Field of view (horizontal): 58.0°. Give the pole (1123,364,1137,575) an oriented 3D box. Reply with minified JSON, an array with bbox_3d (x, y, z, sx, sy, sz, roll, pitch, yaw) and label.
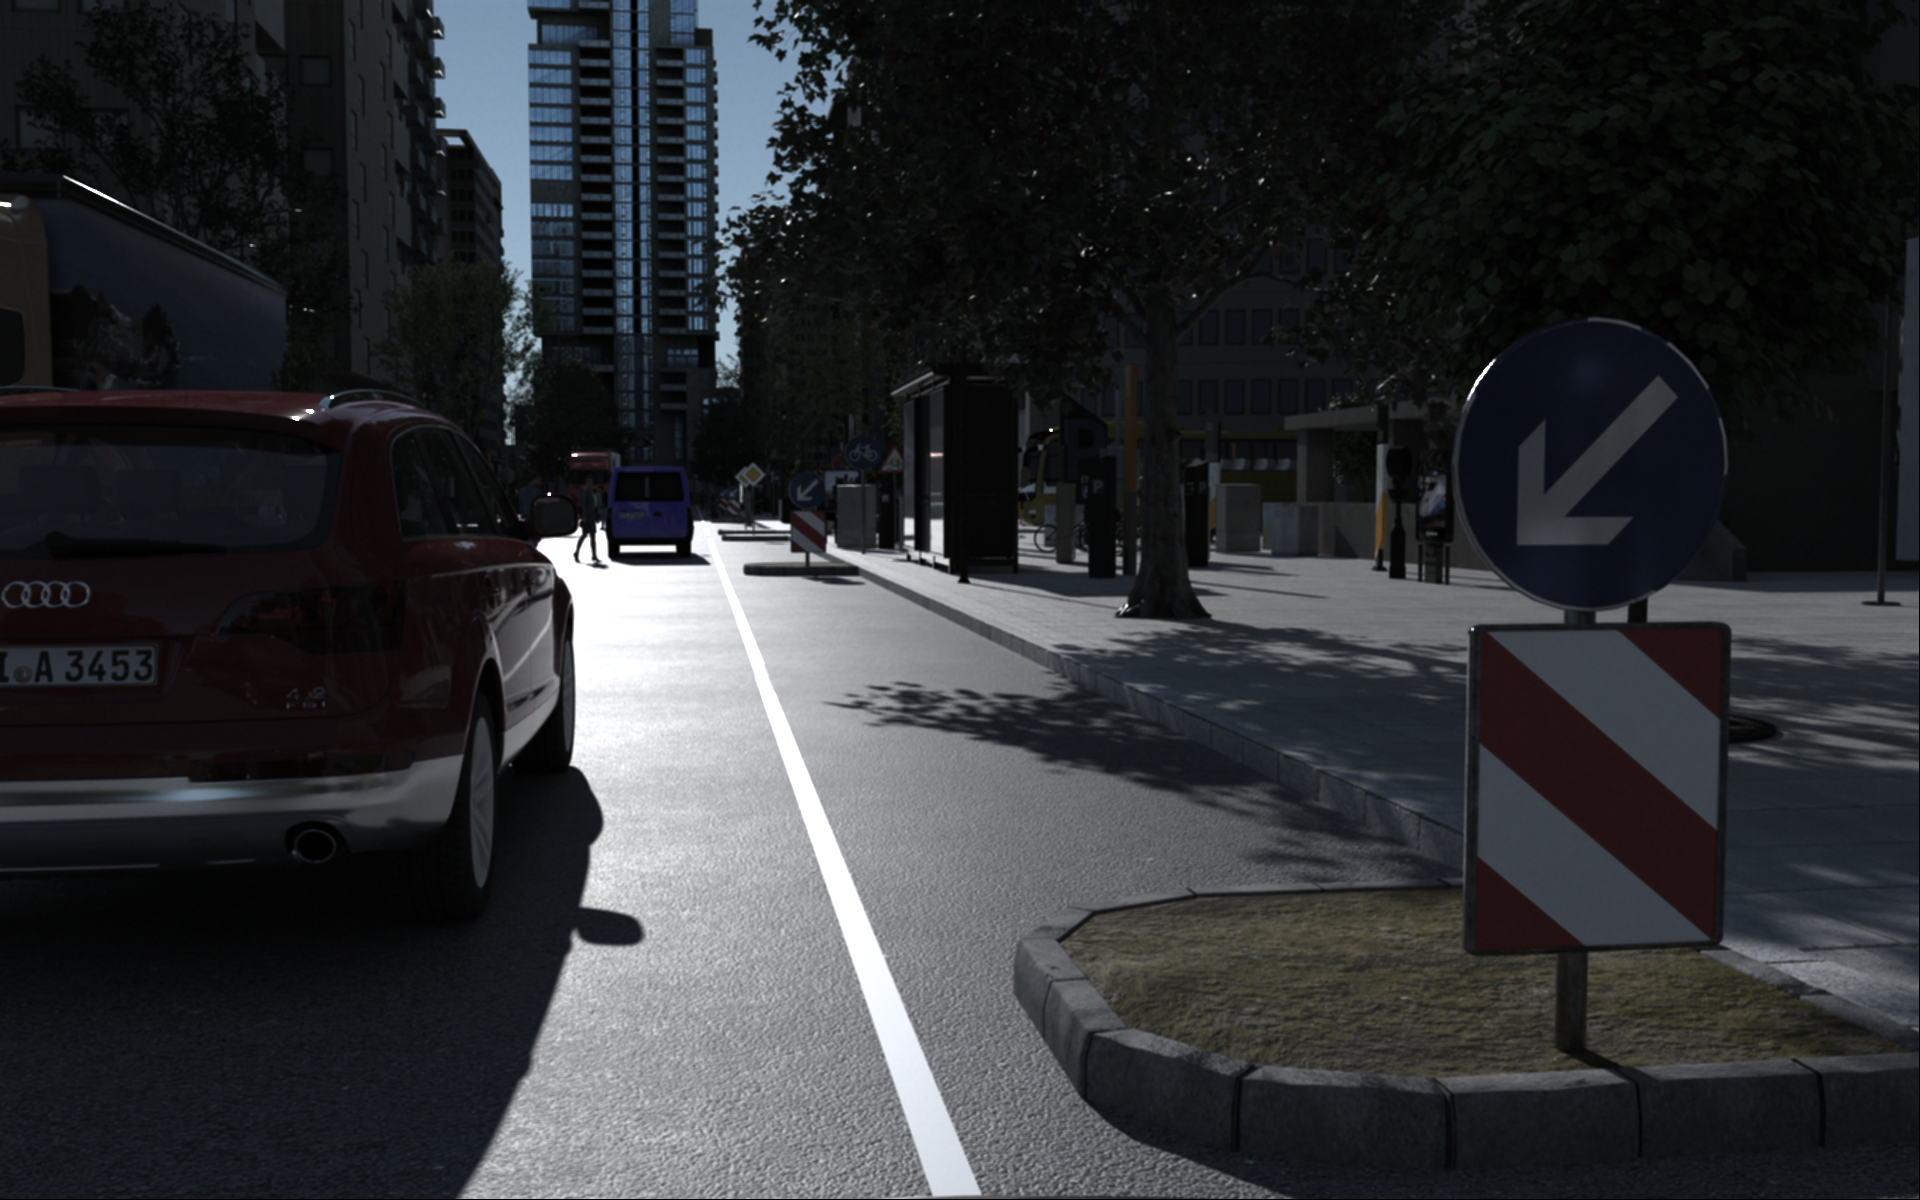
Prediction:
[{"bbox_3d":[2.687,-2.049,27.345,0.158,3.312,0.155,0,3,0],"label":"pole"}]

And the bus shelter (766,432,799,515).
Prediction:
[{"bbox_3d":[-11.068,-8.045,109.174,2.179,5.291,8.768,-1,4,-9],"label":"bus shelter"}]

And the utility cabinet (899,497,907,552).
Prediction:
[{"bbox_3d":[-0.926,-1.683,38.676,0.306,1.237,1.020,3,4,38],"label":"utility cabinet"}]

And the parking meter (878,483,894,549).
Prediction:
[{"bbox_3d":[-1.729,-1.972,40.655,0.372,1.533,0.369,0,3,0],"label":"parking meter"}]

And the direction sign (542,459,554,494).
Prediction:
[{"bbox_3d":[-26.497,-7.302,111.390,0.876,3.537,0.379,1,4,19],"label":"direction sign"}]

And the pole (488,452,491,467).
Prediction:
[{"bbox_3d":[-22.843,-5.524,84.156,0.158,3.312,0.155,0,3,0],"label":"pole"}]

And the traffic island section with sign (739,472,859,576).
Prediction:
[{"bbox_3d":[-2.907,-1.386,31.292,1.989,1.847,2.006,-1,4,-9],"label":"traffic island section with sign"}]

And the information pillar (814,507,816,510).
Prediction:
[{"bbox_3d":[-5.332,-3.716,65.246,0.304,2.012,0.304,-1,4,-11],"label":"information pillar"}]

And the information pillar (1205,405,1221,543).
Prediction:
[{"bbox_3d":[6.644,-3.319,45.617,0.183,3.616,0.504,-3,5,-40],"label":"information pillar"}]

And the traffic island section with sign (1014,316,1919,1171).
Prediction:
[{"bbox_3d":[1.202,0.243,4.650,1.989,1.847,2.006,-1,4,-9],"label":"traffic island section with sign"}]

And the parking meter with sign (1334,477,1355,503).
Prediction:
[{"bbox_3d":[11.370,-3.364,51.261,0.543,3.016,1.738,2,4,33],"label":"parking meter with sign"}]

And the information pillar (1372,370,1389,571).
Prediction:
[{"bbox_3d":[7.018,-2.290,28.797,0.183,3.616,0.504,0,4,1],"label":"information pillar"}]

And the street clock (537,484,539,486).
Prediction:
[{"bbox_3d":[-25.149,-5.988,102.469,0.471,2.002,0.358,0,4,-4],"label":"street clock"}]

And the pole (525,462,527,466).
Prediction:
[{"bbox_3d":[-27.975,-7.212,111.752,0.158,3.312,0.155,0,3,0],"label":"pole"}]

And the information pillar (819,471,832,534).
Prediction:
[{"bbox_3d":[-4.288,-3.099,55.154,0.304,2.012,0.304,3,5,44],"label":"information pillar"}]

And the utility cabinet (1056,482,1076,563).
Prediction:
[{"bbox_3d":[1.999,-1.456,32.492,0.318,1.500,1.173,0,4,7],"label":"utility cabinet"}]

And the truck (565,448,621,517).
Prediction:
[{"bbox_3d":[-22.606,-7.241,107.307,2.839,4.237,11.283,0,4,-8],"label":"truck"}]

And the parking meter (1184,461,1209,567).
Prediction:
[{"bbox_3d":[4.168,-1.518,30.535,0.399,1.863,0.255,-3,5,-39],"label":"parking meter"}]

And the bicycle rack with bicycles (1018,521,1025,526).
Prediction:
[{"bbox_3d":[3.134,-3.454,69.861,2.925,0.926,2.852,1,4,15],"label":"bicycle rack with bicycles"}]

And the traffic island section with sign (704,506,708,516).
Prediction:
[{"bbox_3d":[-15.596,-6.413,113.479,1.989,1.847,2.006,-1,4,-9],"label":"traffic island section with sign"}]

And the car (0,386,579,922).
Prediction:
[{"bbox_3d":[-2.805,0.089,7.220,2.281,1.827,5.304,0,4,-7],"label":"car"}]

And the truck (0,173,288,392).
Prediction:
[{"bbox_3d":[-9.335,-1.738,17.328,2.839,4.237,11.283,0,4,-8],"label":"truck"}]

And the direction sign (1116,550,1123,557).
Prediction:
[{"bbox_3d":[3.394,-2.663,35.532,0.379,3.537,0.876,0,4,4],"label":"direction sign"}]

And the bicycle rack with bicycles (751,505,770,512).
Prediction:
[{"bbox_3d":[-14.303,-6.936,126.787,2.852,0.926,2.925,2,4,27],"label":"bicycle rack with bicycles"}]

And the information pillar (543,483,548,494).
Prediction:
[{"bbox_3d":[-27.118,-6.666,113.474,0.304,2.012,0.304,-2,4,-34],"label":"information pillar"}]

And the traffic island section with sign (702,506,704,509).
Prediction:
[{"bbox_3d":[-23.171,-9.416,162.574,1.989,1.847,2.006,-1,4,-9],"label":"traffic island section with sign"}]

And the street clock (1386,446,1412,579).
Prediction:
[{"bbox_3d":[6.653,-1.328,26.281,0.358,2.002,0.471,3,4,38],"label":"street clock"}]

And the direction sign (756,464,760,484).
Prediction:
[{"bbox_3d":[-15.241,-8.387,129.119,0.876,3.537,0.379,3,4,38],"label":"direction sign"}]

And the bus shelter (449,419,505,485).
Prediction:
[{"bbox_3d":[-26.655,-7.209,95.504,2.179,5.291,8.768,-1,4,-9],"label":"bus shelter"}]

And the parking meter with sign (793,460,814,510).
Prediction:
[{"bbox_3d":[-7.395,-5.441,85.223,1.738,3.016,0.543,3,5,40],"label":"parking meter with sign"}]

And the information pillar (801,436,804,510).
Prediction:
[{"bbox_3d":[-6.135,-4.664,67.608,0.183,3.616,0.504,0,4,-4],"label":"information pillar"}]

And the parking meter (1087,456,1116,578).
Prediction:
[{"bbox_3d":[2.166,-1.269,26.463,0.399,1.863,0.255,3,4,38],"label":"parking meter"}]

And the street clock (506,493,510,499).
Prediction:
[{"bbox_3d":[-28.517,-6.418,109.502,0.358,2.002,0.471,2,4,27],"label":"street clock"}]

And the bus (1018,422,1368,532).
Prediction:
[{"bbox_3d":[7.878,-4.180,59.894,12.252,3.916,2.896,-1,4,-10],"label":"bus"}]

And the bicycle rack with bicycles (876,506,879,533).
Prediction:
[{"bbox_3d":[-1.726,-2.493,54.136,2.852,0.926,2.925,-1,4,-18],"label":"bicycle rack with bicycles"}]

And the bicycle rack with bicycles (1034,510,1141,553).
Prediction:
[{"bbox_3d":[3.376,-1.531,38.410,2.925,0.926,2.852,1,4,21],"label":"bicycle rack with bicycles"}]

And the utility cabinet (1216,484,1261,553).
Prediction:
[{"bbox_3d":[6.023,-1.757,37.403,1.173,1.500,0.318,-3,5,-42],"label":"utility cabinet"}]

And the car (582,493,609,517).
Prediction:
[{"bbox_3d":[-19.606,-5.247,94.587,1.959,1.807,4.718,0,4,-7],"label":"car"}]

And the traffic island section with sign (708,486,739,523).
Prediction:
[{"bbox_3d":[-11.475,-4.784,86.839,1.989,1.847,2.006,-1,4,-9],"label":"traffic island section with sign"}]

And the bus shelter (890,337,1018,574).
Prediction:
[{"bbox_3d":[-0.028,-3.321,31.923,2.179,5.291,8.768,-1,4,-9],"label":"bus shelter"}]

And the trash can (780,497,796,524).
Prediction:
[{"bbox_3d":[-7.458,-3.905,75.508,0.748,1.137,0.748,0,3,0],"label":"trash can"}]

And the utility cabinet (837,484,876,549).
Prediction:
[{"bbox_3d":[-2.406,-1.922,40.107,0.318,1.500,1.173,-3,4,-38],"label":"utility cabinet"}]
